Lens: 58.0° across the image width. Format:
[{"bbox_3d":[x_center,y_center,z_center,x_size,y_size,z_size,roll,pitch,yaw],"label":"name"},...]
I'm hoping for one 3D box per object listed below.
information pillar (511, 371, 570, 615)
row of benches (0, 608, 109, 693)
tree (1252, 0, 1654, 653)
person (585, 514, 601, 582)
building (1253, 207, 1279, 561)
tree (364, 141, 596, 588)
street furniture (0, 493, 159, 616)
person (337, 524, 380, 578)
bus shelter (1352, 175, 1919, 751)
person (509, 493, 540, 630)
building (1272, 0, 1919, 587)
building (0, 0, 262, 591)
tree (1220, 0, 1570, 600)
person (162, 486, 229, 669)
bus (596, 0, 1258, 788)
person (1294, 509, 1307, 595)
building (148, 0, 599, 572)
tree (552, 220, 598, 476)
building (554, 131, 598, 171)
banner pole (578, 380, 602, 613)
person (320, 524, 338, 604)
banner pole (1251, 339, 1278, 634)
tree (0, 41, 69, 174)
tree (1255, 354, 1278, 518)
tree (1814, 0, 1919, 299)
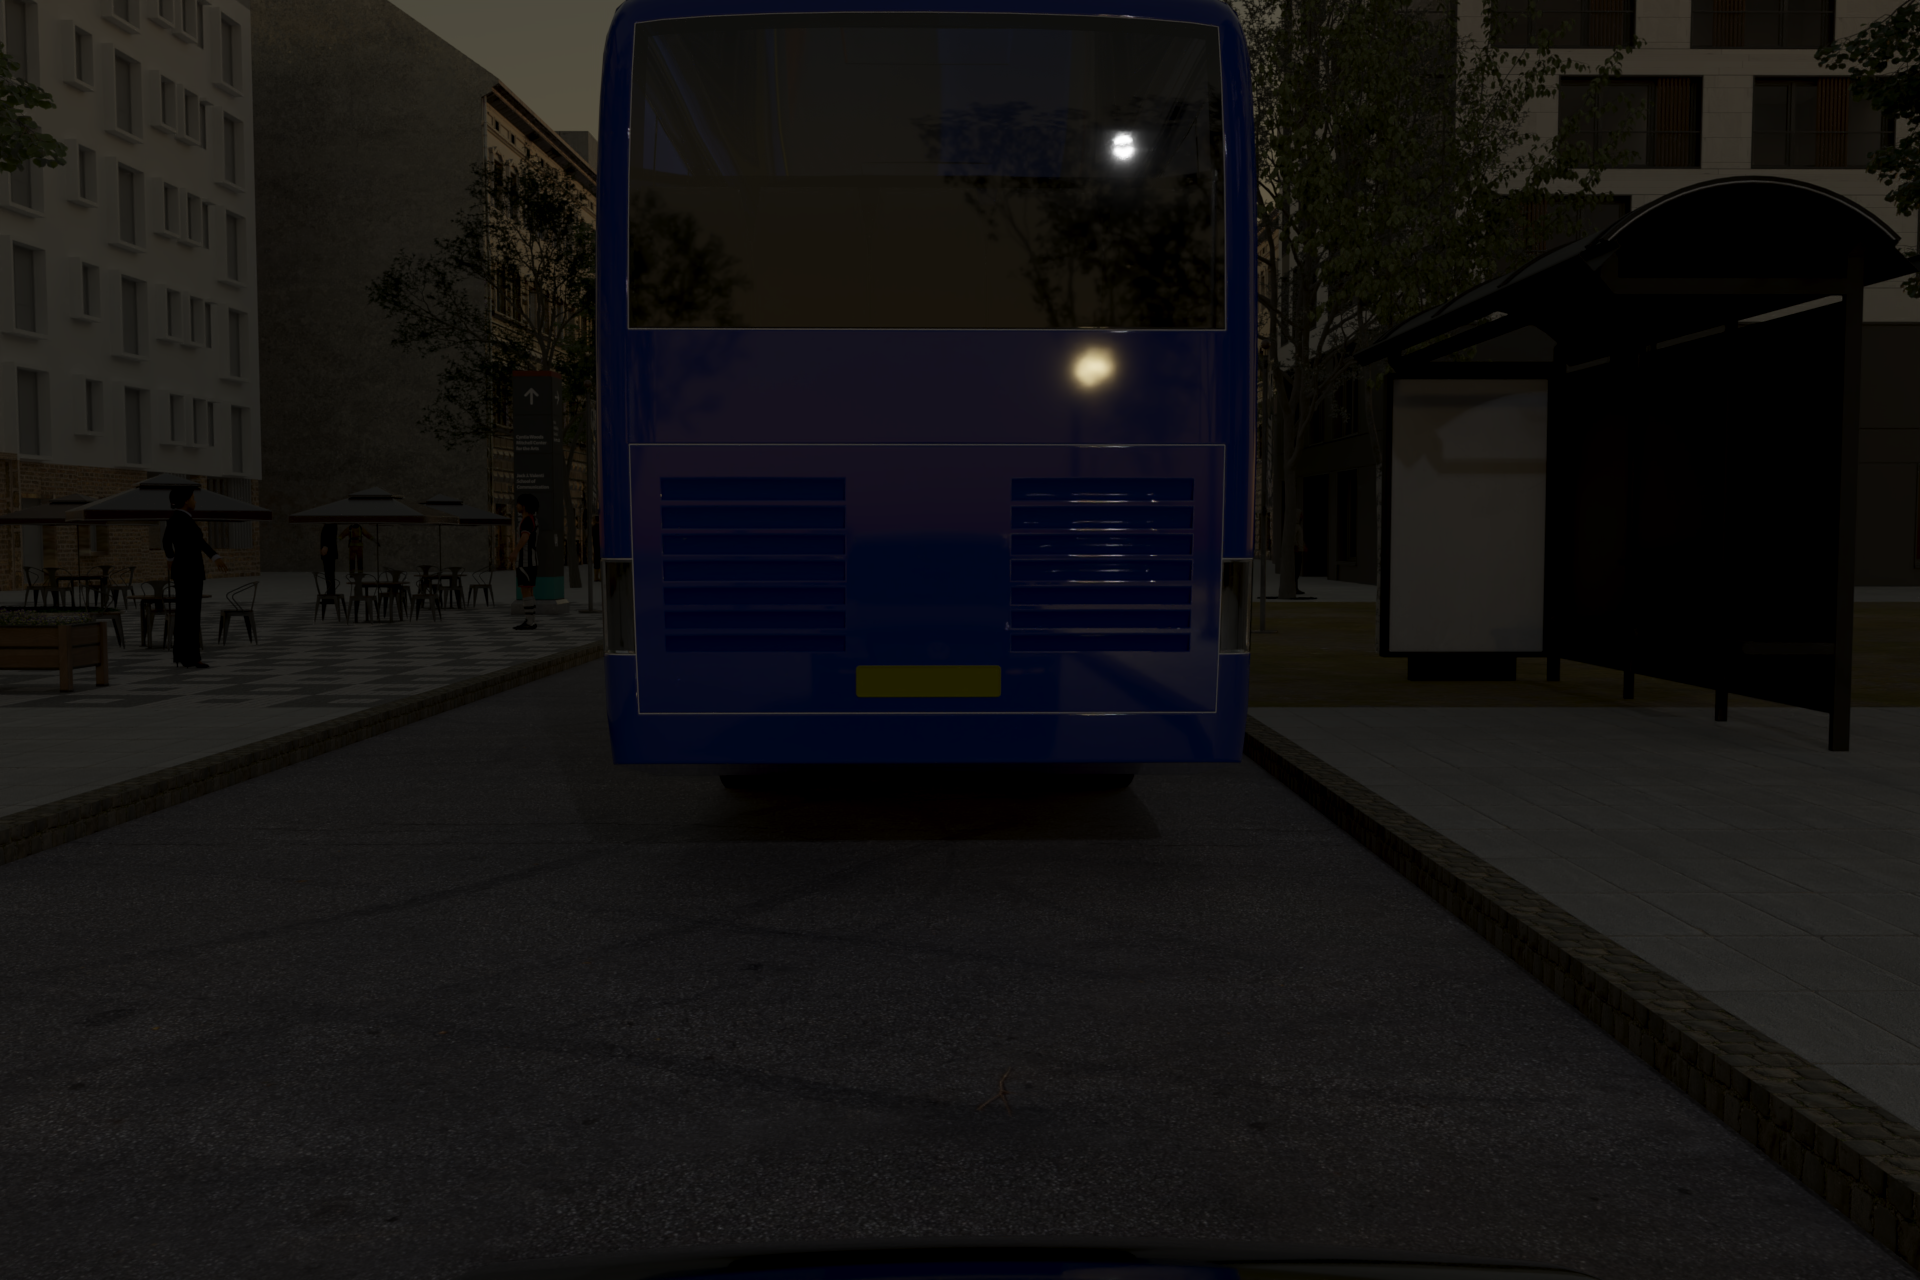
[{"bbox_3d":[-6.754,-2.349,27.786,0.750,3.857,0.750,0,4,2],"label":"information pillar"},{"bbox_3d":[-9.246,0.068,14.350,4.104,0.672,1.422,0,4,2],"label":"row of benches"},{"bbox_3d":[4.667,-4.152,18.248,4.737,8.622,4.395,0,3,0],"label":"tree"},{"bbox_3d":[-9.673,-2.475,46.600,1.346,1.812,0.704,3,4,38],"label":"person"},{"bbox_3d":[24.210,-15.665,87.054,19.493,23.208,18.063,0,4,0],"label":"building"},{"bbox_3d":[-9.390,-6.531,41.192,7.601,10.594,8.767,3,5,43],"label":"tree"},{"bbox_3d":[-26.605,-1.092,22.883,27.439,1.986,14.083,0,4,-7],"label":"street furniture"},{"bbox_3d":[-17.743,-2.759,50.874,1.354,1.858,0.705,-2,4,-29],"label":"person"},{"bbox_3d":[4.474,-1.141,12.576,2.014,3.302,5.546,0,4,0],"label":"bus shelter"},{"bbox_3d":[-5.843,-1.047,23.257,0.704,1.843,1.345,0,4,-6],"label":"person"},{"bbox_3d":[24.113,-13.083,57.888,27.936,21.610,32.646,0,4,0],"label":"building"},{"bbox_3d":[-26.319,-11.203,39.594,16.016,20.090,11.380,0,4,0],"label":"building"},{"bbox_3d":[6.521,-7.533,33.542,12.009,13.543,11.850,0,3,0],"label":"tree"},{"bbox_3d":[-7.355,-0.607,16.648,1.216,1.740,0.721,3,5,44],"label":"person"},{"bbox_3d":[-0.245,-1.288,12.610,2.896,3.916,12.251,0,4,-1],"label":"bus"},{"bbox_3d":[7.187,-1.880,36.863,0.705,1.813,1.348,1,4,19],"label":"person"},{"bbox_3d":[-24.959,-14.431,66.871,19.493,23.208,18.063,0,4,1],"label":"building"},{"bbox_3d":[-8.945,-8.271,53.365,7.486,12.596,7.792,0,3,0],"label":"tree"},{"bbox_3d":[-24.803,-13.793,91.977,16.747,18.905,31.486,0,4,-1],"label":"building"},{"bbox_3d":[-6.039,-2.351,28.458,0.401,3.779,0.863,0,4,1],"label":"banner pole"},{"bbox_3d":[-11.578,-1.560,31.695,0.705,1.806,1.347,-1,4,-21],"label":"person"},{"bbox_3d":[3.930,-1.965,22.150,0.401,3.779,0.863,0,4,0],"label":"banner pole"},{"bbox_3d":[-8.759,-5.539,8.684,7.486,12.596,7.792,0,3,0],"label":"tree"},{"bbox_3d":[6.837,-6.027,48.902,4.737,8.622,4.395,0,3,0],"label":"tree"},{"bbox_3d":[13.199,-6.712,16.396,9.857,13.997,8.962,0,3,0],"label":"tree"}]
